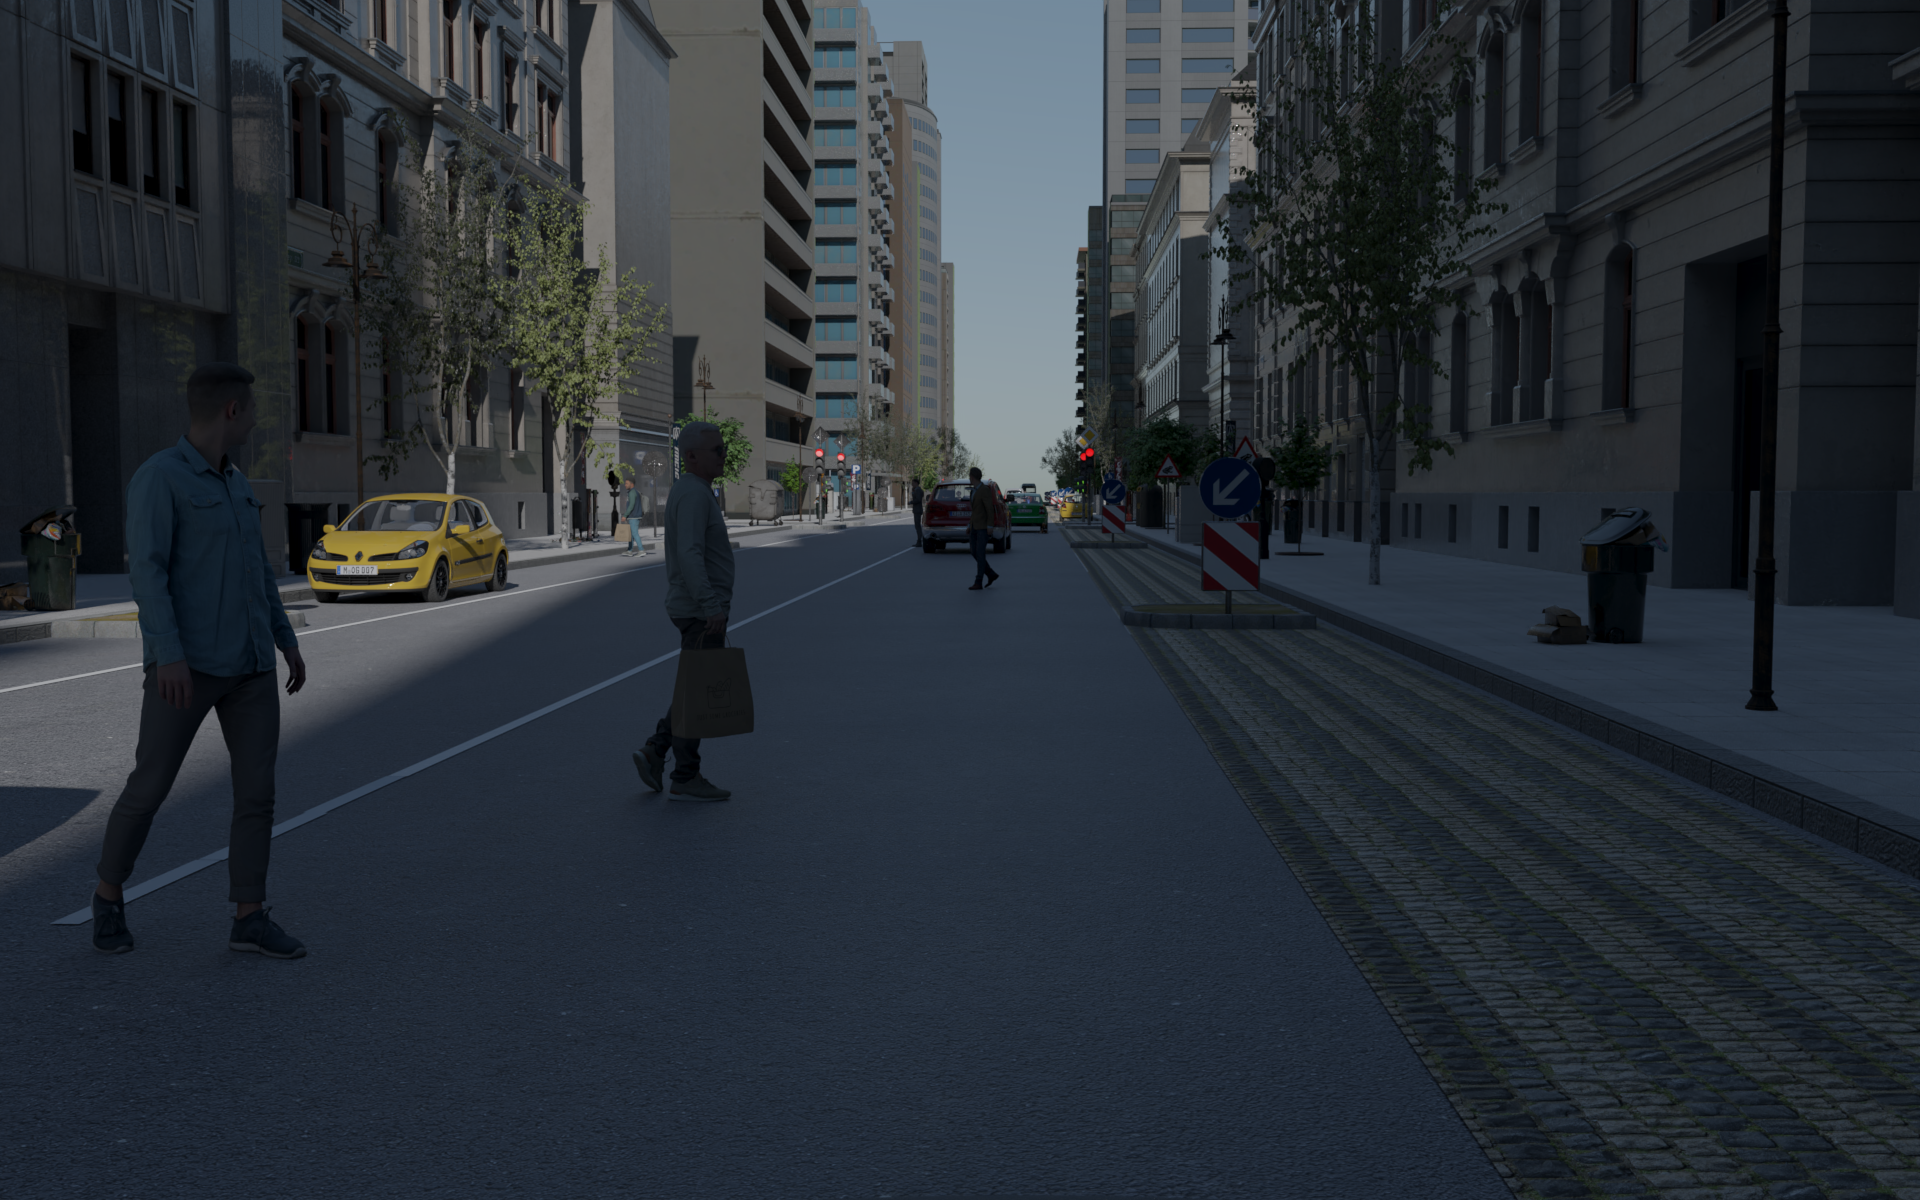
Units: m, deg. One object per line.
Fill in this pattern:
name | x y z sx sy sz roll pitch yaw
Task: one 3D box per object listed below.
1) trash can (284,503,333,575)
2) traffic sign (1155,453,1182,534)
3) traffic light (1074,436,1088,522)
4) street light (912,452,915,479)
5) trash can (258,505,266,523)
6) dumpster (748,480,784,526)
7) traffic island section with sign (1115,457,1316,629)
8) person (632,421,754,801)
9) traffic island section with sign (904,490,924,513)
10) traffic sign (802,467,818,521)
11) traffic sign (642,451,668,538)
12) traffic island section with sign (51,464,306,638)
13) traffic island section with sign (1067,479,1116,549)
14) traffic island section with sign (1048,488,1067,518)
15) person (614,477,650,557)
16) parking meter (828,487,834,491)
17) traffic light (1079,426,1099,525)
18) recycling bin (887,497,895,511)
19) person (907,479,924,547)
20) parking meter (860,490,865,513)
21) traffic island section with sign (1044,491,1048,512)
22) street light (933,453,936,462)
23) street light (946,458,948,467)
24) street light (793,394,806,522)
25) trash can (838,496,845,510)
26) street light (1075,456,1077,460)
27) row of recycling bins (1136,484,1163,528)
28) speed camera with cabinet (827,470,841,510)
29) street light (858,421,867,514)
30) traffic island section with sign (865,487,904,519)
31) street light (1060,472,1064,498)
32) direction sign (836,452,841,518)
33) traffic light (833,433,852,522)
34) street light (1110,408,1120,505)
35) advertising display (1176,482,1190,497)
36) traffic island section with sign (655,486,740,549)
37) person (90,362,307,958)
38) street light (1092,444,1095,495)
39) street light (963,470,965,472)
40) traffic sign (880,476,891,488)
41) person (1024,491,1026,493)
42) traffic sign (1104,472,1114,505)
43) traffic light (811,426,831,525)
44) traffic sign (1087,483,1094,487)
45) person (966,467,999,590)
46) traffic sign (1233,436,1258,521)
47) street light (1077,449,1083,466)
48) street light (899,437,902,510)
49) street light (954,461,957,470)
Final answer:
trash can | -10.381 -0.975 27.602 0.748 1.137 0.748 0 3 0
traffic sign | 6.655 -3.385 55.346 0.884 2.594 0.081 1 4 12
traffic light | 5.636 -5.517 79.123 0.839 4.253 0.868 0 4 2
street light | -4.194 -11.230 156.394 0.468 5.910 1.993 0 4 2
trash can | -9.669 -0.704 23.171 0.748 1.137 0.748 0 3 0
dumpster | -7.801 -3.903 69.565 1.264 1.857 1.865 0 4 2
traffic island section with sign | 2.797 -0.646 19.186 1.989 1.847 2.006 0 4 2
person | -1.242 0.062 7.980 0.515 1.767 0.782 -1 4 -14
traffic island section with sign | -3.347 -7.395 129.528 1.989 1.847 2.006 0 4 2
traffic sign | -7.080 -4.987 81.643 0.768 2.556 0.104 1 4 10
traffic sign | -8.988 -3.113 51.006 0.768 2.556 0.104 0 4 3
traffic island section with sign | -8.071 -0.587 18.219 1.989 1.847 2.006 0 4 2
traffic island section with sign | 3.940 -2.293 46.117 1.989 1.847 2.006 0 4 2
traffic island section with sign | 6.321 -5.713 102.034 1.989 1.847 2.006 0 4 2
person | -7.451 -1.885 39.297 0.713 1.824 0.794 1 4 18
parking meter | -9.684 -7.617 130.252 0.255 1.863 0.399 2 4 34
traffic light | 5.297 -5.029 71.145 0.839 4.253 0.868 0 4 2
recycling bin | -5.350 -7.267 131.364 0.722 1.027 0.722 1 4 9
person | -1.212 -2.368 47.016 0.447 1.846 0.655 0 4 1
parking meter | -6.578 -6.609 116.467 0.372 1.533 0.369 0 3 0
traffic island section with sign | 7.461 -7.360 128.965 1.989 1.847 2.006 0 4 2
street light | -2.824 -13.139 187.617 0.468 5.910 1.993 0 4 2
street light | -1.641 -14.990 217.868 0.468 5.910 1.993 0 4 2
street light | -7.370 -6.556 79.977 0.468 5.910 1.993 0 4 2
trash can | -9.685 -7.955 141.715 0.748 1.137 0.748 0 3 0
street light | 11.456 -12.035 169.558 0.468 5.910 1.993 0 4 2
row of recycling bins | 7.467 -3.718 67.908 1.069 1.692 3.534 0 4 3
speed camera with cabinet | -10.487 -9.118 143.412 0.660 3.252 2.038 2 4 32
street light | -6.182 -8.388 109.929 0.468 5.910 1.993 0 4 2
traffic island section with sign | -4.515 -5.701 101.843 1.989 1.847 2.006 0 4 2
street light | 16.359 -18.945 282.537 0.468 5.910 1.993 0 4 2
direction sign | -6.503 -6.219 93.673 0.379 3.537 0.876 0 4 7
traffic light | -5.416 -5.545 79.575 0.839 4.253 0.868 0 4 2
street light | 8.331 -7.358 93.086 0.468 5.910 1.993 0 4 2
advertising display | 11.756 -5.268 91.346 0.974 1.923 0.123 -3 5 -40
traffic island section with sign | -6.894 -2.273 45.791 1.989 1.847 2.006 0 4 2
person | -2.382 0.179 5.433 0.748 1.841 0.638 2 4 28
street light | 9.625 -9.231 123.716 0.468 5.910 1.993 0 4 2
street light | 0.651 -18.142 269.409 0.468 5.910 1.993 0 4 2
traffic sign | -5.282 -7.514 122.953 0.768 2.556 0.104 0 4 7
person | 6.554 -10.011 173.125 0.756 1.711 0.436 -1 4 -9
traffic sign | 8.809 -6.205 101.554 0.768 2.556 0.104 1 4 10
traffic light | -5.755 -5.057 71.598 0.839 4.253 0.868 0 4 2
traffic sign | 10.095 -8.164 133.582 0.768 2.556 0.104 0 4 6
person | 0.305 -1.087 26.188 0.656 1.842 0.836 2 4 34
traffic sign | 6.345 -2.359 38.567 0.884 2.594 0.081 0 4 6
street light | 10.850 -11.069 153.765 0.468 5.910 1.993 0 4 2
street light | -4.771 -10.282 140.890 0.468 5.910 1.993 0 4 2
street light | -0.711 -16.311 239.466 0.468 5.910 1.993 0 4 2
